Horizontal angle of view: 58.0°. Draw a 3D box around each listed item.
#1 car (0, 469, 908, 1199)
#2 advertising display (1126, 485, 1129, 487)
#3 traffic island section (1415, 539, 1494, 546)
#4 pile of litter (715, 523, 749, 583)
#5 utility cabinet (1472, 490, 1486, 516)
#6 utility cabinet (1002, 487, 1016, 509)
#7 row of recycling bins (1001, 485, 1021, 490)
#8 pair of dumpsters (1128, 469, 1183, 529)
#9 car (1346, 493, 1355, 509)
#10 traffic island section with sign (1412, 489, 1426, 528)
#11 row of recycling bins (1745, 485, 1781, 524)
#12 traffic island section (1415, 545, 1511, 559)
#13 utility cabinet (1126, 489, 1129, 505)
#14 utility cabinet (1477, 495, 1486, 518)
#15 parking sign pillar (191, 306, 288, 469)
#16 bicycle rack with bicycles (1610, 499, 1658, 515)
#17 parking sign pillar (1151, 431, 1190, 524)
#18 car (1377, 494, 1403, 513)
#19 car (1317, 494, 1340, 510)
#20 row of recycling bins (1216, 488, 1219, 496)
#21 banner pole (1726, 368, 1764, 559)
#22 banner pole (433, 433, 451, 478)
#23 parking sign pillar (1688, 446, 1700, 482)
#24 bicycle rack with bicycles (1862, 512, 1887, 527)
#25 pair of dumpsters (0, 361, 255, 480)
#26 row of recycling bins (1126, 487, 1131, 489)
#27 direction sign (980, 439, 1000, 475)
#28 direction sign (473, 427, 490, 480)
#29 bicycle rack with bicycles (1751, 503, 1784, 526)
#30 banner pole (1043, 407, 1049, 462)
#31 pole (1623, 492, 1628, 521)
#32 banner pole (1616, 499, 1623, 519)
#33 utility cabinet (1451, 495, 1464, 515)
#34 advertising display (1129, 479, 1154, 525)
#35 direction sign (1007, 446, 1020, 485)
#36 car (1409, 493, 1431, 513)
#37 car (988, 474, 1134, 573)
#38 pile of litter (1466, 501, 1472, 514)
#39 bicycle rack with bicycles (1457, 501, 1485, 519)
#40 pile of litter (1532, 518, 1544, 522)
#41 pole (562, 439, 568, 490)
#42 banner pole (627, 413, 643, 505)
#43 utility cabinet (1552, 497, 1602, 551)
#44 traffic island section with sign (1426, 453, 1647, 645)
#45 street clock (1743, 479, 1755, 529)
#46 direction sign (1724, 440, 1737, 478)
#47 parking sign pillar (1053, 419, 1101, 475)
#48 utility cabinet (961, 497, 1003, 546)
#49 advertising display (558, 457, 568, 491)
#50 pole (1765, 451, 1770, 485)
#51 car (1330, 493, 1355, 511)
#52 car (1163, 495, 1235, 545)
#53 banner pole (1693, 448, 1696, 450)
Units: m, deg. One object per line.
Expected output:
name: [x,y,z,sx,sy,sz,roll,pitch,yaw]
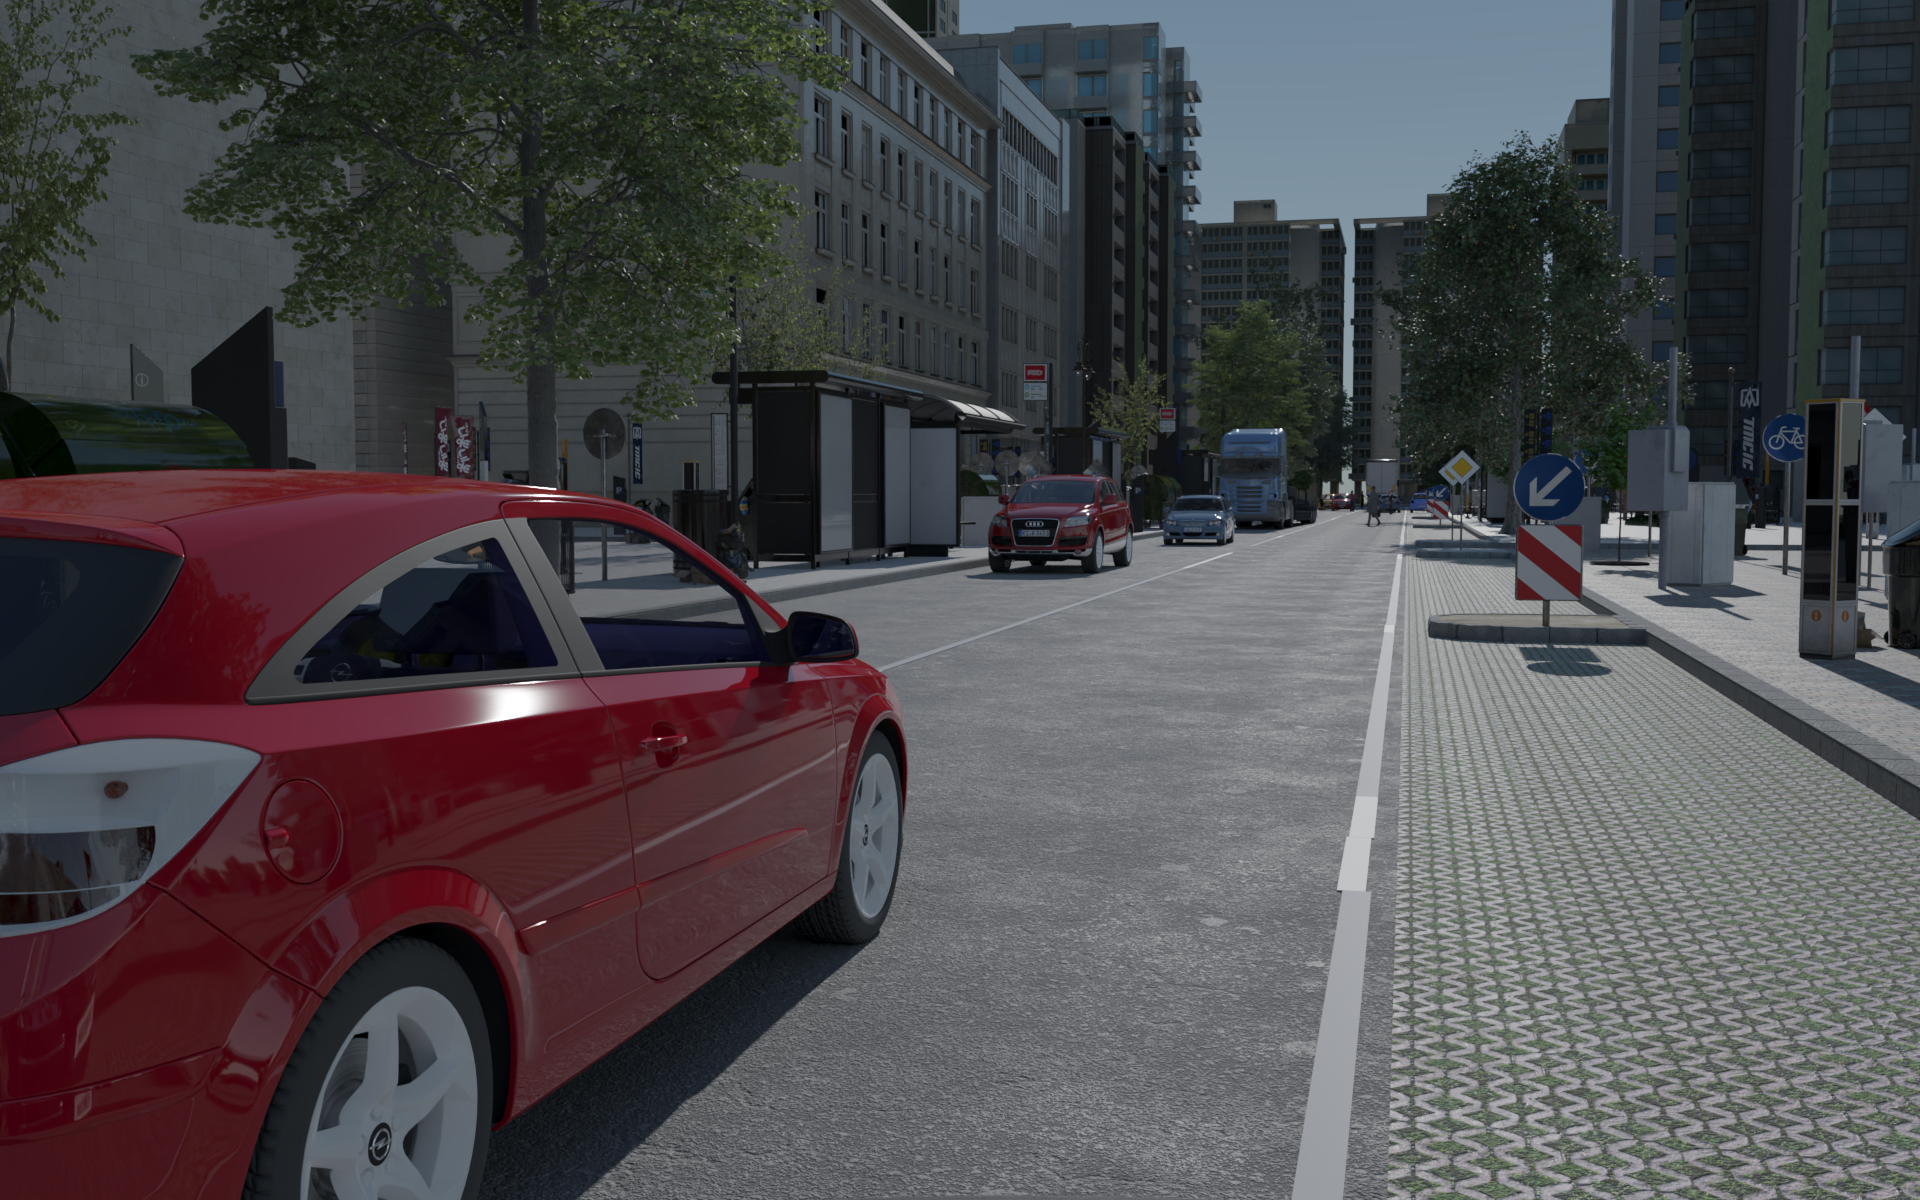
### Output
car: [-1.437,0.278,4.496,2.155,1.783,4.494,1,4,14]
advertising display: [11.841,-7.274,124.136,0.974,1.923,0.123,2,4,28]
traffic island section: [13.464,-1.530,47.303,2.009,0.180,2.903,1,4,14]
pile of litter: [-3.592,-0.684,25.146,1.176,0.858,1.719,1,4,12]
utility cabinet: [29.580,-5.482,98.303,1.173,1.500,0.318,-2,4,-32]
utility cabinet: [1.291,-2.998,57.702,1.173,1.500,0.318,-2,4,-31]
row of recycling bins: [2.515,-4.210,75.949,1.069,1.692,3.534,-1,4,-20]
pair of dumpsters: [7.307,-3.812,64.825,1.574,2.255,4.437,1,4,15]
car: [36.621,-9.484,164.651,1.945,1.707,3.694,1,4,16]
traffic island section with sign: [19.959,-3.898,72.354,1.989,1.847,2.006,1,4,14]
row of recycling bins: [33.912,-4.176,75.390,3.534,1.692,1.069,0,4,-7]
traffic island section: [11.462,-1.058,39.572,2.009,0.180,2.903,1,4,14]
utility cabinet: [10.541,-6.109,108.554,0.318,1.500,1.173,2,4,34]
utility cabinet: [28.537,-5.048,93.691,1.020,1.237,0.306,0,4,6]
parking sign pillar: [-10.477,-2.247,25.217,1.447,3.967,1.447,1,4,14]
bicycle rack with bicycles: [44.222,-6.185,114.508,2.852,0.926,2.925,0,4,0]
parking sign pillar: [8.863,-5.243,74.202,1.447,3.967,1.447,-3,5,-41]
car: [33.029,-7.415,133.240,2.014,1.417,4.499,1,4,15]
car: [32.505,-8.702,152.503,2.015,1.641,3.980,1,4,16]
row of recycling bins: [16.830,-6.038,105.837,1.069,1.692,3.534,-2,4,-30]
banner pole: [15.400,-2.701,34.184,0.401,3.779,0.863,-3,4,-37]
banner pole: [-21.144,-4.931,70.633,0.863,3.779,0.401,0,4,-7]
parking sign pillar: [30.826,-5.226,73.915,1.447,3.967,1.447,0,4,4]
bicycle rack with bicycles: [34.776,-3.321,67.687,2.925,0.926,2.852,-2,4,-27]
pair of dumpsters: [-6.689,-0.551,11.510,1.574,2.255,4.437,1,4,14]
row of recycling bins: [9.712,-5.589,98.498,1.069,1.692,3.534,3,4,38]
direction sign: [1.225,-4.852,71.323,0.876,3.537,0.379,1,4,21]
direction sign: [-16.291,-4.075,58.624,0.876,3.537,0.379,-3,5,-44]
bicycle rack with bicycles: [32.167,-3.495,70.517,2.925,0.926,2.852,0,4,-5]
banner pole: [2.495,-3.663,49.910,0.401,3.779,0.863,0,4,-7]
pole: [31.921,-5.455,83.036,0.158,3.312,0.155,0,3,0]
banner pole: [34.729,-6.157,90.677,0.863,3.779,0.401,-3,5,-45]
utility cabinet: [30.727,-5.859,106.948,0.306,1.237,1.020,-1,4,-16]
advertising display: [7.642,-4.099,72.226,0.974,1.923,0.123,0,4,-8]
direction sign: [2.562,-5.533,82.465,0.379,3.537,0.876,-3,5,-42]
car: [35.004,-7.445,131.319,1.945,1.707,3.694,1,4,15]
car: [2.000,-1.495,33.113,2.281,1.827,5.304,1,4,15]
pile of litter: [35.201,-6.287,116.760,1.719,0.858,1.176,-3,5,-39]
bicycle rack with bicycles: [27.278,-4.694,90.132,2.925,0.926,2.852,0,4,-1]
pile of litter: [29.113,-4.429,86.379,1.176,0.858,1.719,1,4,15]
pole: [-14.685,-4.317,64.420,0.158,3.312,0.155,0,3,0]
banner pole: [-10.071,-3.887,53.566,0.401,3.779,0.863,2,4,29]
utility cabinet: [13.898,-1.706,39.054,1.020,1.237,0.306,1,4,13]
traffic island section with sign: [5.773,-0.543,17.500,1.989,1.847,2.006,1,4,14]
street clock: [28.951,-3.611,63.611,0.358,2.002,0.471,0,4,-2]
direction sign: [32.216,-4.915,72.355,0.876,3.537,0.379,-2,4,-28]
parking sign pillar: [4.354,-4.493,61.932,1.447,3.967,1.447,-1,4,-19]
utility cabinet: [0.551,-1.955,43.131,1.020,1.237,0.306,-1,4,-11]
advertising display: [-7.185,-1.552,30.586,0.123,1.923,0.974,-3,4,-37]
pole: [37.754,-5.331,81.000,0.158,3.312,0.155,0,3,0]
car: [32.321,-8.396,146.314,2.155,1.783,4.494,1,4,14]
car: [6.945,-2.327,50.054,2.014,1.417,4.499,1,4,14]
banner pole: [34.787,-5.657,82.513,0.401,3.779,0.863,-1,4,-13]
